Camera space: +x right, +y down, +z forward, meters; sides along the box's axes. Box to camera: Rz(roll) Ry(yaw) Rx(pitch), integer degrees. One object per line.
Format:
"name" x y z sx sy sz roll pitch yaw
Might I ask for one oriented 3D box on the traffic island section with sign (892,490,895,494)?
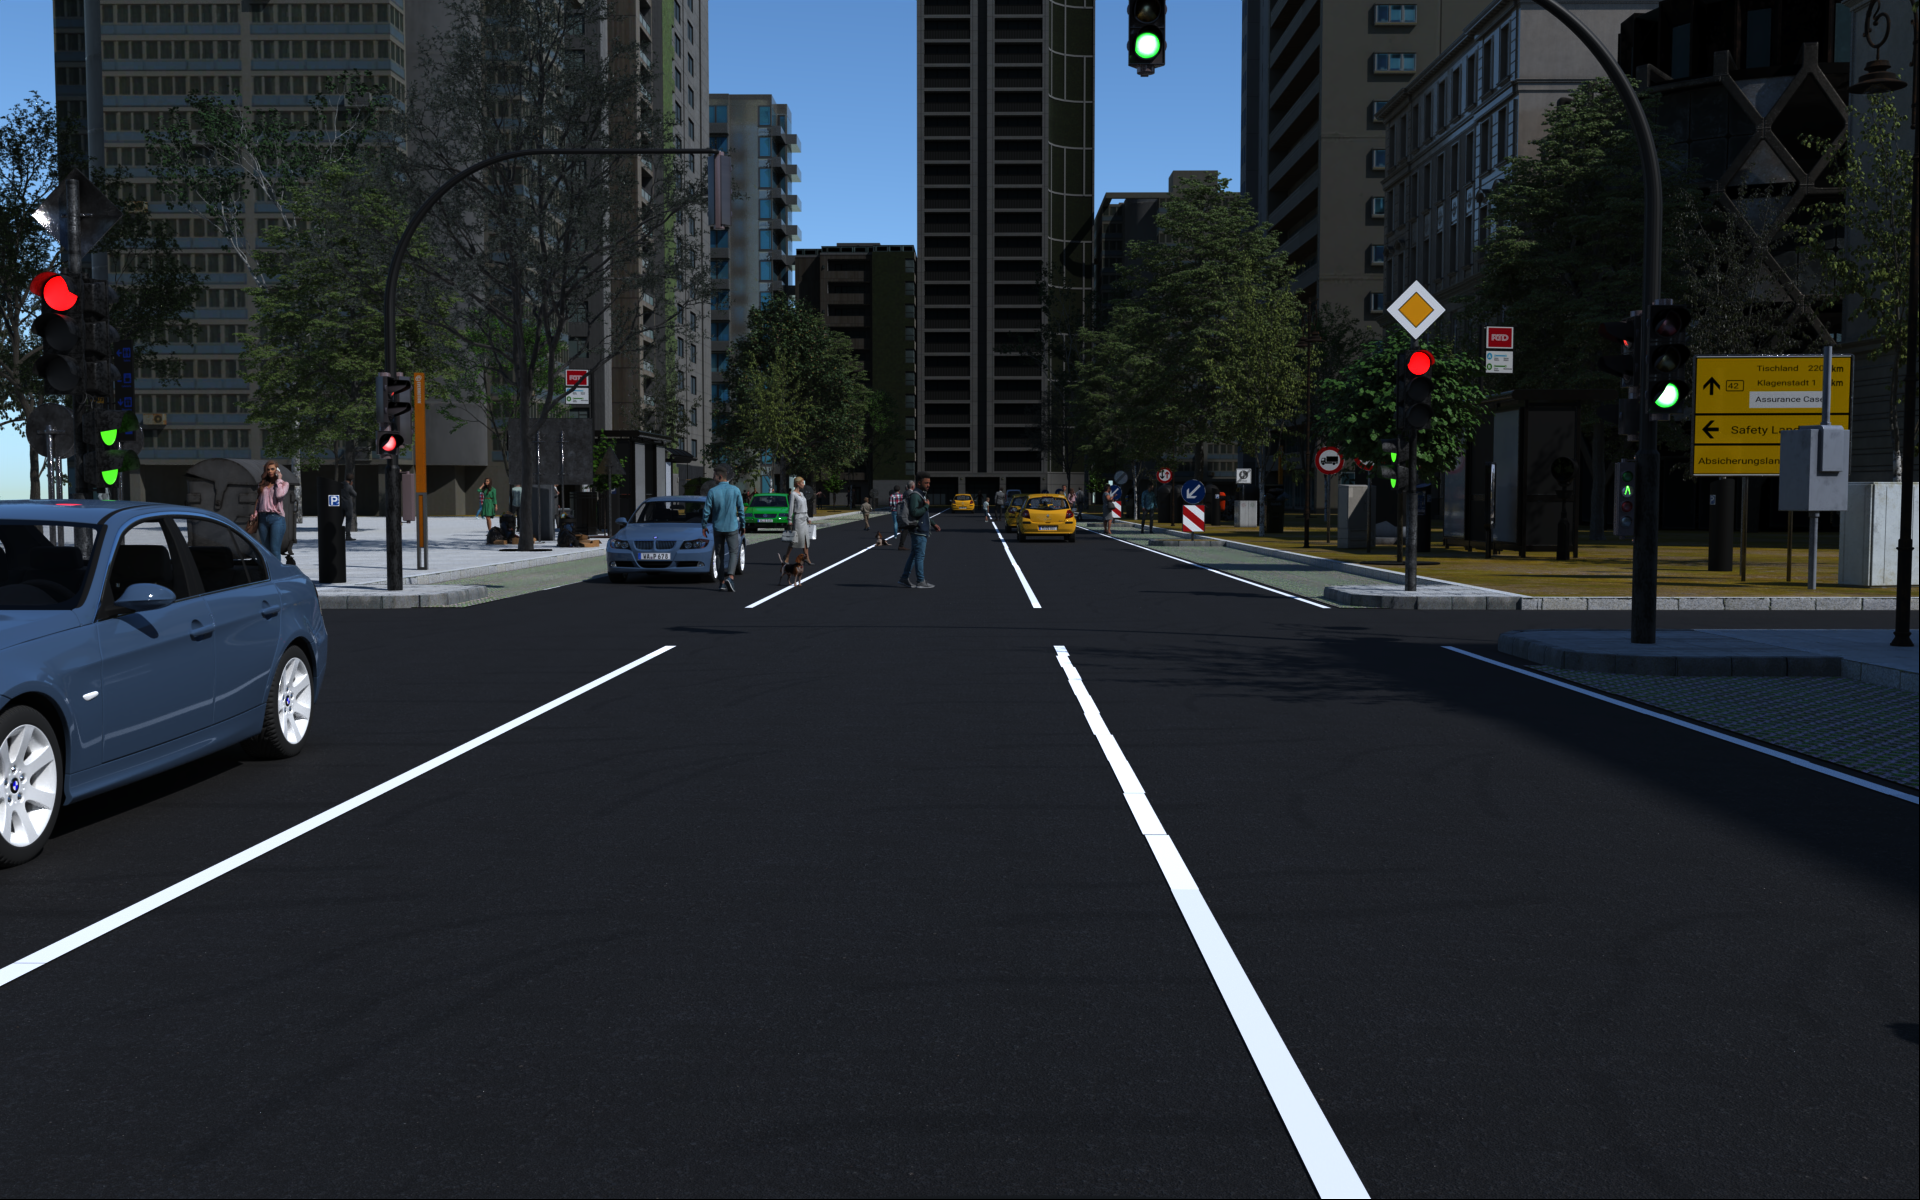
"traffic island section with sign" -5.860 -8.775 152.103 1.989 1.847 2.006 0 4 1

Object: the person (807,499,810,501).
"person" -10.403 -6.789 117.823 1.217 1.735 0.721 -3 4 -36

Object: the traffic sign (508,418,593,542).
"traffic sign" -10.950 -3.209 46.339 2.265 3.308 0.079 0 4 1

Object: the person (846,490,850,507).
"person" -11.075 -10.143 172.804 0.530 1.710 0.541 -2 4 -30

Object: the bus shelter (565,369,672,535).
"bus shelter" -11.526 -4.929 58.214 2.179 5.291 8.768 0 4 1

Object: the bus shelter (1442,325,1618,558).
"bus shelter" 12.114 -3.744 38.853 2.179 5.291 8.768 0 4 1

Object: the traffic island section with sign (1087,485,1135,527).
"traffic island section with sign" 6.558 -4.092 75.529 1.989 1.847 2.006 0 4 1

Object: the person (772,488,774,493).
"person" -15.366 -8.359 143.238 0.750 1.759 0.617 -1 4 -14

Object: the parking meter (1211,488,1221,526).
"parking meter" 10.367 -3.774 70.122 0.372 1.533 0.369 0 3 0

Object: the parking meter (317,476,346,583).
"parking meter" -9.086 -1.017 25.038 0.372 1.533 0.369 0 3 0

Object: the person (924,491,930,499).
"person" -3.293 -9.466 163.985 1.217 1.735 0.721 -3 5 -45

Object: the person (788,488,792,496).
"person" -13.191 -7.878 135.531 0.721 1.739 1.217 -1 4 -17

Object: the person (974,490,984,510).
"person" 1.684 -8.884 154.273 0.721 1.766 1.217 -3 5 -43

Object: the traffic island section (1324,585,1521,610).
"traffic island section" 5.991 -0.041 22.944 2.009 0.180 2.903 0 4 1

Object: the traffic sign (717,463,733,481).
"traffic sign" -9.665 -4.333 70.943 0.768 2.556 0.104 0 4 8

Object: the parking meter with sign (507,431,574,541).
"parking meter with sign" -11.539 -3.148 47.730 1.738 3.016 0.543 0 4 -4

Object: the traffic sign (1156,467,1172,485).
"traffic sign" 9.627 -4.982 81.554 0.768 2.556 0.104 0 4 2

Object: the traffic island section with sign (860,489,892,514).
"traffic island section with sign" -6.151 -7.127 125.149 1.989 1.847 2.006 0 4 1

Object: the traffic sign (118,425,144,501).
"traffic sign" -13.461 -1.692 27.772 0.768 2.556 0.104 0 4 1

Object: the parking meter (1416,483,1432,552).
"parking meter" 10.223 -1.828 38.293 0.372 1.533 0.369 0 3 0

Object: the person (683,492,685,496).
"person" -17.929 -6.582 114.218 0.990 1.755 0.434 0 4 -4

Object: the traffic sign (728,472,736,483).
"traffic sign" -10.980 -5.025 81.888 0.795 2.593 0.064 0 4 8

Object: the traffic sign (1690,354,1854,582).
"traffic sign" 11.827 -1.923 25.307 2.265 3.308 0.079 0 4 4

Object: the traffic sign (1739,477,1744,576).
"traffic sign" 12.299 -1.662 27.174 0.884 2.594 0.081 0 4 4

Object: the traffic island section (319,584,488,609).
"traffic island section" -7.550 -0.050 23.091 2.009 0.180 2.903 0 4 1

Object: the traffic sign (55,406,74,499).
"traffic sign" -12.990 -1.522 24.983 0.768 2.556 0.104 0 4 3

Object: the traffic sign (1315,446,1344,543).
"traffic sign" 9.731 -2.787 45.674 0.768 2.556 0.104 0 4 8

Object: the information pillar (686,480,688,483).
"information pillar" -13.623 -5.074 87.452 0.304 2.012 0.304 2 4 35

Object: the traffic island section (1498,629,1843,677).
"traffic island section" 5.906 0.448 14.959 2.009 0.180 2.903 0 4 1

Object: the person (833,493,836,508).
"person" -11.870 -9.665 164.067 0.705 1.824 1.348 0 4 -3

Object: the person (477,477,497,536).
"person" -14.468 -2.870 53.207 0.600 1.795 0.529 0 4 5

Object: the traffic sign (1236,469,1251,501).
"traffic sign" 11.466 -4.156 70.087 0.606 2.300 0.079 0 4 8

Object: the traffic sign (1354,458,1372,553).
"traffic sign" 8.955 -2.310 37.874 0.768 2.556 0.104 0 4 5

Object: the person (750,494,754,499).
"person" -18.794 -9.297 158.607 0.990 1.755 0.434 -1 4 -19

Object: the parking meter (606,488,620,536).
"parking meter" -10.611 -2.888 52.928 0.399 1.863 0.255 0 4 -4

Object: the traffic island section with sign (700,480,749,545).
"traffic island section with sign" -6.950 -2.436 48.451 1.989 1.847 2.006 0 4 1

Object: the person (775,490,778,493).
"person" -17.413 -9.571 163.994 0.415 1.643 0.593 -3 4 -38

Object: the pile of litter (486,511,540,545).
"pile of litter" -11.453 -1.872 44.574 1.719 0.858 1.176 -3 4 -36

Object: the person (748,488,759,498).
"person" -15.898 -7.835 134.670 1.217 1.766 0.721 -1 4 -22

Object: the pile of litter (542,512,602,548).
"pile of litter" -9.328 -1.732 42.283 1.176 0.858 1.719 0 4 2

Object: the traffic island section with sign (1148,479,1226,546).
"traffic island section with sign" 6.258 -2.405 47.955 1.989 1.847 2.006 0 4 1

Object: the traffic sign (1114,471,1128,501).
"traffic sign" 8.731 -5.743 94.006 0.768 2.556 0.104 1 4 9

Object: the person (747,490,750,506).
"person" -21.068 -10.119 172.957 0.593 1.643 0.415 3 5 40

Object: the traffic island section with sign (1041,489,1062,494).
"traffic island section with sign" 7.084 -7.159 125.683 1.989 1.847 2.006 0 4 1

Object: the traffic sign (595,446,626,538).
"traffic sign" -9.458 -2.864 46.825 0.884 2.594 0.081 1 4 9

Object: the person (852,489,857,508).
"person" -9.685 -9.295 158.573 0.434 1.755 0.990 -2 4 -32

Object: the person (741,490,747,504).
"person" -22.341 -10.498 179.778 1.348 1.869 0.705 -1 4 -11

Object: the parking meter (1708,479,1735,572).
"parking meter" 12.666 -1.248 28.813 0.372 1.533 0.369 0 3 0

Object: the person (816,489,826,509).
"person" -11.930 -8.575 146.947 1.217 1.736 0.721 -2 4 -31

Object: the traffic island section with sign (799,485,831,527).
"traffic island section with sign" -6.671 -4.084 75.405 1.989 1.847 2.006 0 4 1

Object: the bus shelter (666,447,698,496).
"bus shelter" -12.799 -4.964 75.080 2.014 3.302 5.546 0 4 1

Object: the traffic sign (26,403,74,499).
"traffic sign" -12.693 -1.473 24.197 0.768 2.556 0.104 0 4 7
